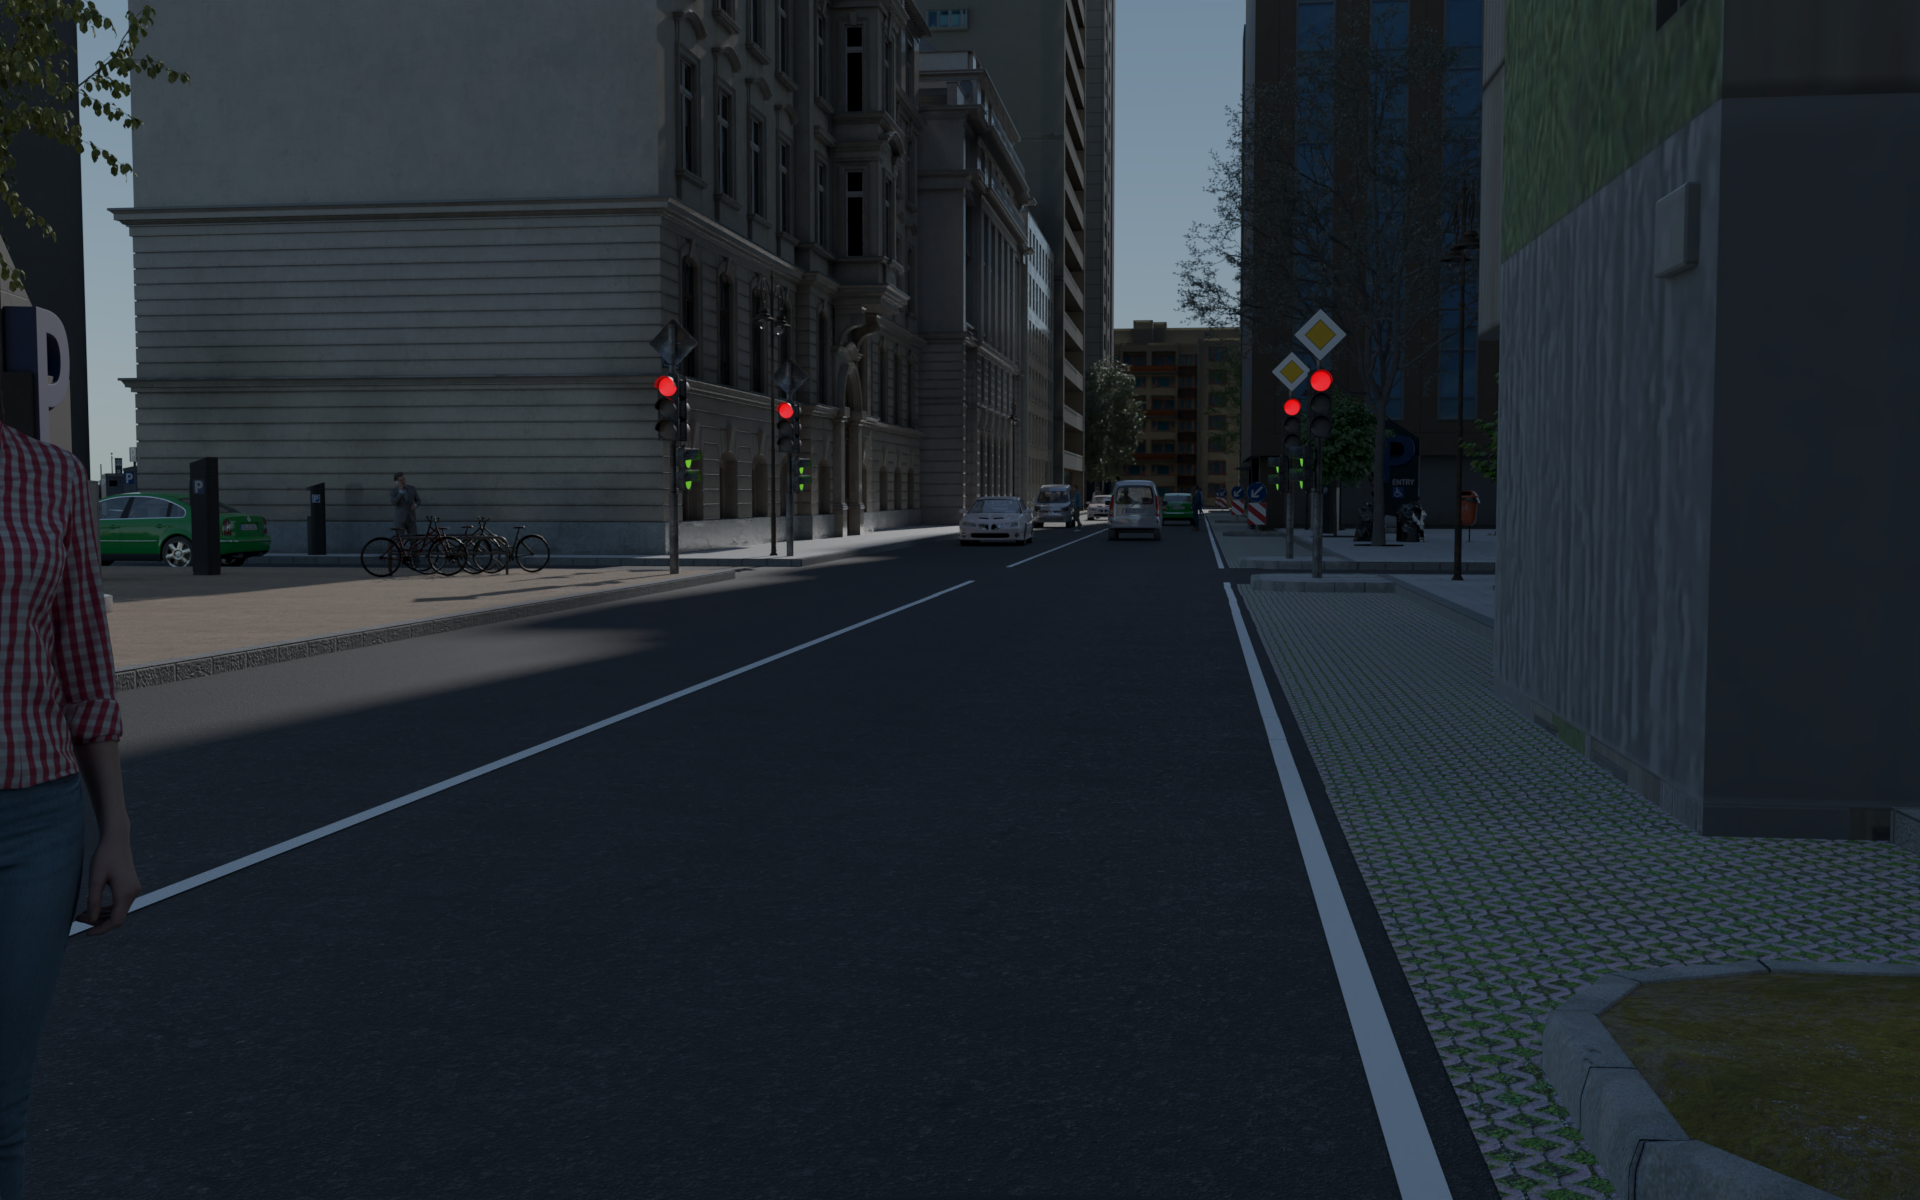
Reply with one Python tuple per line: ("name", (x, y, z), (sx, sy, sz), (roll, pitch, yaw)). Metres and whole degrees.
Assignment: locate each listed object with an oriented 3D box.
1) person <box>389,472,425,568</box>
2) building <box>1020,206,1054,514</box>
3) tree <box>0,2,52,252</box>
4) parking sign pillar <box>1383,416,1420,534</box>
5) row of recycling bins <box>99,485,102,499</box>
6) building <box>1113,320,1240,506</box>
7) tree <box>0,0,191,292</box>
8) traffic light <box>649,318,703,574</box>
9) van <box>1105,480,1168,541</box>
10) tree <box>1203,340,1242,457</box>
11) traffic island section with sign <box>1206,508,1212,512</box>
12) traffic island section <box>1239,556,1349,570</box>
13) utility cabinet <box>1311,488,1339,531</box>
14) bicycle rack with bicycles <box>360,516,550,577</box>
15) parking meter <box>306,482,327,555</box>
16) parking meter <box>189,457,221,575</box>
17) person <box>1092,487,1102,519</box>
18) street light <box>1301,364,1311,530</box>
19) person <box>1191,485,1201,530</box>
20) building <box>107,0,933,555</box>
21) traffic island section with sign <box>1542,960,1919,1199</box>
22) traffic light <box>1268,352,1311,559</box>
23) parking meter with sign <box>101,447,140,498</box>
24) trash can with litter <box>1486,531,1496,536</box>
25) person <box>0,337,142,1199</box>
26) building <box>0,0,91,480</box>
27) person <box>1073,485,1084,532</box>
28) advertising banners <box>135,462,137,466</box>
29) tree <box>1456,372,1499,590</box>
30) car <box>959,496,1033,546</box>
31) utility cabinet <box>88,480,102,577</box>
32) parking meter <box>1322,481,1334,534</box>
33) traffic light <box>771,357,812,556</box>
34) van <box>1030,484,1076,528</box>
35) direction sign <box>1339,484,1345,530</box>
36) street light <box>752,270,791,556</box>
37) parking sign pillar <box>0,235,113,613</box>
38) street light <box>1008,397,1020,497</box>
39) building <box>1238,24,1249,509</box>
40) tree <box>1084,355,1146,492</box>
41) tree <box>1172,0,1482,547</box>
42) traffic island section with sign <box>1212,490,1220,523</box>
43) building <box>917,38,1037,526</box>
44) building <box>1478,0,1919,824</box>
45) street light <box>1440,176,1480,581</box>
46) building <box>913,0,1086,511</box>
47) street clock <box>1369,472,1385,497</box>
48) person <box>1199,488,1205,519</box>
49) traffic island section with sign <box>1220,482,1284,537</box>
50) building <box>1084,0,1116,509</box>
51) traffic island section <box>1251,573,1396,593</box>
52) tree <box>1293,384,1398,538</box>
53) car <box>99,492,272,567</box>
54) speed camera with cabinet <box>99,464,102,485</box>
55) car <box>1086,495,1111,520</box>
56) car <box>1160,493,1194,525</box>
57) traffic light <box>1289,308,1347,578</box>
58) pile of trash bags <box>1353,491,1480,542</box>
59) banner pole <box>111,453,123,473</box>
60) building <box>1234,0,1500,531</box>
("person", (-10.372, -1.482, 32.542), (0.655, 1.846, 0.447), (-3, 4, -36))
("building", (-0.350, -15.149, 102.438), (10.420, 20.320, 16.860), (0, 4, 8))
("tree", (-13.307, -4.337, 21.279), (4.360, 8.622, 3.978), (0, 3, 0))
("parking sign pillar", (14.334, -4.165, 56.565), (1.447, 3.967, 1.447), (1, 4, 20))
("row of recycling bins", (-38.095, -4.108, 74.279), (1.069, 1.692, 3.534), (2, 4, 32))
("building", (22.764, -22.113, 206.580), (28.899, 21.520, 27.650), (0, 4, 8))
("tree", (-7.781, -3.784, 12.228), (4.737, 8.622, 4.395), (0, 3, 0))
("traffic light", (-4.576, -2.374, 27.728), (0.839, 4.253, 0.868), (0, 4, 8))
("van", (5.567, -2.925, 54.829), (2.013, 2.044, 4.112), (0, 4, 7))
("tree", (19.975, -11.558, 114.734), (9.928, 11.665, 9.643), (0, 3, 0))
("traffic island section with sign", (20.431, -7.756, 135.440), (1.989, 1.847, 2.006), (0, 4, 8))
("traffic island section", (6.567, -0.741, 34.395), (2.009, 0.180, 2.903), (0, 4, 8))
("utility cabinet", (12.592, -3.126, 59.787), (1.173, 1.500, 0.318), (-3, 5, -40))
("bicycle rack with bicycles", (-8.124, -0.894, 27.994), (2.925, 0.926, 2.852), (-1, 4, -18))
("parking meter", (-13.540, -1.714, 36.433), (0.372, 1.533, 0.369), (0, 3, 0))
("parking meter", (-11.946, -1.326, 27.398), (0.399, 1.863, 0.255), (1, 4, 21))
("person", (7.995, -5.615, 100.399), (0.679, 1.850, 0.850), (2, 4, 30))
("street light", (12.362, -5.429, 61.547), (0.468, 5.910, 1.993), (0, 4, 8))
("person", (9.518, -3.735, 69.754), (0.419, 1.800, 0.721), (0, 4, 1))
("building", (-8.979, -14.304, 52.952), (14.460, 24.649, 34.723), (0, 4, 8))
("traffic island section with sign", (2.371, 0.302, 3.688), (1.989, 1.847, 2.006), (0, 4, 8))
("traffic light", (6.529, -2.775, 34.287), (0.839, 4.253, 0.868), (0, 4, 8))
("parking meter with sign", (-31.128, -4.119, 63.599), (0.543, 3.016, 1.738), (3, 5, 39))
("trash can with litter", (16.955, -2.618, 53.860), (1.678, 1.210, 2.233), (3, 5, 45))
("person", (-1.484, 0.368, 2.499), (0.388, 1.821, 0.555), (2, 4, 34))
("building", (-39.245, -15.489, 46.757), (24.014, 27.812, 14.314), (0, 4, 8))
("person", (4.508, -3.499, 66.047), (0.444, 1.785, 0.601), (0, 4, 6))
("advertising banners", (-40.284, -5.379, 84.129), (0.090, 3.025, 2.074), (0, 4, -7))
("tree", (7.677, -1.742, 23.090), (1.663, 3.219, 1.824), (0, 3, 0))
("car", (1.082, -2.290, 49.804), (2.083, 1.381, 4.827), (0, 4, 6))
("utility cabinet", (-12.950, -1.045, 25.766), (0.318, 1.500, 1.173), (-2, 4, -27))
("parking meter", (11.915, -3.082, 56.098), (0.255, 1.863, 0.399), (-2, 4, -33))
("traffic light", (-3.491, -2.857, 35.639), (0.839, 4.253, 0.868), (0, 4, 8))
("van", (4.093, -4.152, 74.902), (2.013, 2.044, 4.112), (0, 4, 8))
("direction sign", (13.451, -4.231, 61.181), (0.876, 3.537, 0.379), (-1, 4, -13))
("street light", (-3.885, -3.862, 35.940), (0.468, 5.910, 1.993), (0, 4, 8))
("parking sign pillar", (-9.886, -1.834, 18.451), (1.447, 3.967, 1.447), (-1, 4, -11))
("street light", (2.565, -6.722, 82.699), (0.468, 5.910, 1.993), (0, 4, 8))
("building", (31.970, -28.766, 153.912), (14.154, 41.232, 14.086), (0, 4, 8))
("tree", (12.626, -15.489, 159.906), (9.857, 13.997, 8.962), (0, 3, 0))
("tree", (10.302, -8.073, 42.368), (12.009, 13.543, 11.850), (0, 3, 0))
("traffic island section with sign", (13.577, -4.700, 85.473), (1.989, 1.847, 2.006), (0, 4, 8))
("building", (-4.109, -14.690, 81.979), (13.314, 21.916, 24.055), (0, 4, 8))
("building", (10.967, -20.071, 11.759), (14.154, 41.232, 14.086), (0, 4, 8))
("street light", (7.398, -3.229, 25.579), (0.468, 5.910, 1.993), (0, 4, 8))
("building", (-2.510, -30.468, 121.857), (21.300, 48.544, 21.600), (0, 4, 8))
("street clock", (12.944, -3.014, 53.848), (0.471, 2.002, 0.358), (1, 4, 16))
("person", (14.054, -5.643, 101.023), (0.793, 1.790, 0.793), (3, 5, 44))
("traffic island section with sign", (9.932, -3.066, 58.764), (1.989, 1.847, 2.006), (0, 4, 8))
("building", (5.007, -45.124, 176.022), (20.611, 71.187, 20.563), (0, 4, 8))
("traffic island section", (5.482, -0.257, 26.484), (2.009, 0.180, 2.903), (0, 4, 8))
("tree", (11.306, -4.157, 51.676), (4.285, 4.588, 4.351), (0, 3, 0))
("car", (-15.457, -1.457, 32.616), (4.718, 1.807, 1.959), (1, 4, 9))
("speed camera with cabinet", (-55.953, -7.288, 113.496), (0.660, 3.252, 2.038), (-2, 4, -34))
("car", (8.027, -5.100, 95.751), (2.083, 1.381, 4.827), (0, 4, 7))
("car", (10.112, -4.386, 80.514), (1.959, 1.807, 4.718), (0, 4, 6))
("traffic light", (5.444, -2.291, 26.375), (0.839, 4.253, 0.868), (0, 4, 8))
("pile of trash bags", (12.299, -2.267, 46.811), (3.447, 1.369, 1.912), (2, 4, 31))
("banner pole", (-51.129, -7.031, 104.971), (0.401, 3.779, 0.863), (3, 5, 39))
("building", (18.521, -25.601, 68.692), (14.600, 45.320, 14.200), (0, 4, 8))
